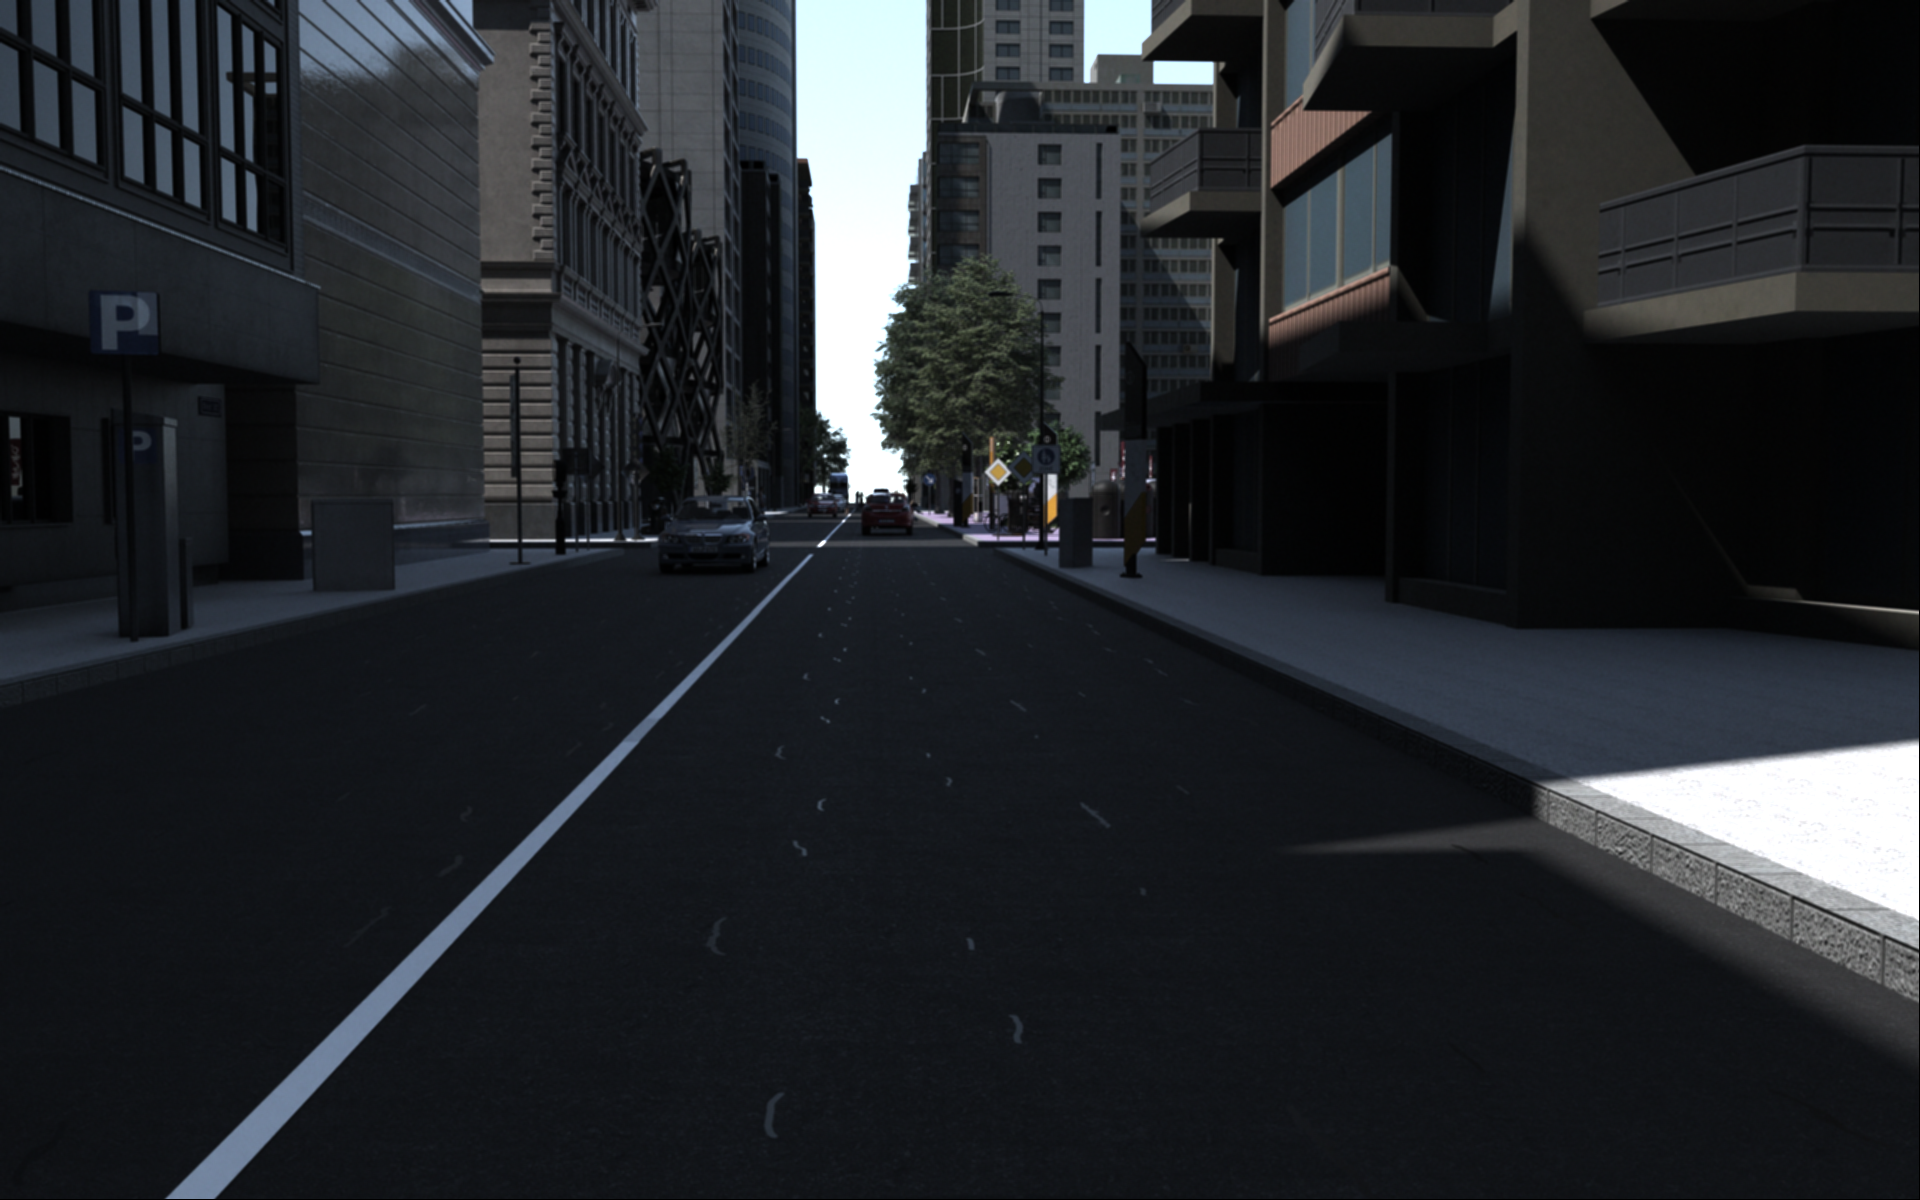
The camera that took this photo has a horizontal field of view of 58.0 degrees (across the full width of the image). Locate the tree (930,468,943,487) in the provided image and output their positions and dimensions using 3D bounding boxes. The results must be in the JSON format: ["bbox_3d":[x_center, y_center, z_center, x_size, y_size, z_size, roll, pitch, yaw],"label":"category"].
[{"bbox_3d":[-1.387,-10.787,126.727,4.737,8.622,4.395,0,3,0],"label":"tree"}]

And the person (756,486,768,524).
[{"bbox_3d":[-9.357,-4.446,81.285,0.778,1.811,0.616,-1,4,-12],"label":"person"}]

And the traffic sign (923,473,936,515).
[{"bbox_3d":[-1.858,-6.450,105.560,0.768,2.556,0.104,0,4,0],"label":"traffic sign"}]

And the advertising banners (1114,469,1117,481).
[{"bbox_3d":[9.592,-6.079,95.585,2.074,3.025,0.090,-2,4,-25],"label":"advertising banners"}]

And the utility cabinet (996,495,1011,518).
[{"bbox_3d":[2.226,-4.917,91.548,1.020,1.237,0.306,-3,4,-38],"label":"utility cabinet"}]

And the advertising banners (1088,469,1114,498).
[{"bbox_3d":[9.897,-7.570,119.957,2.074,3.025,0.090,1,4,16],"label":"advertising banners"}]

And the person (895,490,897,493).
[{"bbox_3d":[-4.594,-7.083,125.026,1.217,1.735,0.721,-1,4,-11],"label":"person"}]

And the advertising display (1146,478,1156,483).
[{"bbox_3d":[7.725,-3.863,68.366,0.974,1.923,0.123,1,4,11],"label":"advertising display"}]

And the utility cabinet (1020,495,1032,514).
[{"bbox_3d":[3.145,-4.067,77.655,1.020,1.237,0.306,3,5,43],"label":"utility cabinet"}]

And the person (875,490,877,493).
[{"bbox_3d":[-6.363,-7.540,132.303,1.217,1.766,0.721,-1,4,-19],"label":"person"}]

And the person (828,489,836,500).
[{"bbox_3d":[-10.223,-7.772,135.586,1.348,1.822,0.705,-3,4,-37],"label":"person"}]

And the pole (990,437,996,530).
[{"bbox_3d":[1.168,-4.171,62.046,0.158,3.312,0.155,0,3,0],"label":"pole"}]

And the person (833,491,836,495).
[{"bbox_3d":[-10.831,-8.587,149.719,1.217,1.723,0.721,1,4,21],"label":"person"}]

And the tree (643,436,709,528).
[{"bbox_3d":[-9.726,-3.875,57.962,1.663,3.219,1.824,0,3,0],"label":"tree"}]

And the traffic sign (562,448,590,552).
[{"bbox_3d":[-8.482,-2.212,38.304,0.606,2.300,0.079,0,4,-3],"label":"traffic sign"}]

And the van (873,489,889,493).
[{"bbox_3d":[-8.727,-11.523,192.776,2.240,2.365,5.245,0,4,-1],"label":"van"}]

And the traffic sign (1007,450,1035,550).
[{"bbox_3d":[1.468,-2.216,39.879,0.795,2.450,0.064,0,4,-3],"label":"traffic sign"}]

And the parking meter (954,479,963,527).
[{"bbox_3d":[-0.052,-3.831,68.354,0.399,1.863,0.255,0,4,1],"label":"parking meter"}]

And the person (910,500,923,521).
[{"bbox_3d":[-2.457,-4.503,87.626,1.012,1.151,0.738,2,4,33],"label":"person"}]

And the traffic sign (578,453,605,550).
[{"bbox_3d":[-8.463,-2.186,39.383,0.795,2.450,0.064,0,4,-3],"label":"traffic sign"}]

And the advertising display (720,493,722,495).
[{"bbox_3d":[-17.024,-7.042,120.342,0.974,1.923,0.123,0,4,3],"label":"advertising display"}]

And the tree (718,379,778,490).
[{"bbox_3d":[-13.788,-9.881,111.909,4.360,8.622,3.978,0,3,0],"label":"tree"}]

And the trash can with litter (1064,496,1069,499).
[{"bbox_3d":[6.732,-5.688,104.380,1.055,1.170,0.624,-1,4,-16],"label":"trash can with litter"}]

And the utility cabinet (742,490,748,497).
[{"bbox_3d":[-11.557,-5.156,92.986,0.318,1.500,1.173,0,4,-5],"label":"utility cabinet"}]

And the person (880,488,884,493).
[{"bbox_3d":[-5.808,-7.460,130.104,1.348,1.869,0.705,1,4,10],"label":"person"}]

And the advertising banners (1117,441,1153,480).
[{"bbox_3d":[5.769,-3.665,56.117,0.090,3.025,2.074,-2,4,-28],"label":"advertising banners"}]

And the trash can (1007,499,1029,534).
[{"bbox_3d":[1.846,-2.659,55.132,0.748,1.137,0.748,0,3,0],"label":"trash can"}]

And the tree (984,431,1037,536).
[{"bbox_3d":[1.396,-3.568,52.933,1.663,3.219,1.824,0,3,0],"label":"tree"}]

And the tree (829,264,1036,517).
[{"bbox_3d":[-0.395,-11.521,95.017,9.857,13.997,8.962,0,3,0],"label":"tree"}]

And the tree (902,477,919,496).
[{"bbox_3d":[-4.900,-10.817,171.463,1.663,3.219,1.824,0,3,0],"label":"tree"}]

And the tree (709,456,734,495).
[{"bbox_3d":[-12.101,-5.676,87.408,1.663,3.219,1.824,0,3,0],"label":"tree"}]

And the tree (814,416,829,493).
[{"bbox_3d":[-21.974,-22.815,279.677,9.857,13.997,8.962,0,3,0],"label":"tree"}]

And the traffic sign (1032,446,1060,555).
[{"bbox_3d":[1.792,-2.076,36.079,0.606,2.300,0.079,0,4,4],"label":"traffic sign"}]

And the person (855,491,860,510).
[{"bbox_3d":[-9.415,-9.184,159.326,0.621,1.740,0.551,-3,5,-43],"label":"person"}]

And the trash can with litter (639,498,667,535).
[{"bbox_3d":[-9.682,-2.627,54.334,1.055,1.170,0.624,3,4,39],"label":"trash can with litter"}]

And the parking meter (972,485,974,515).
[{"bbox_3d":[0.942,-6.148,106.225,0.255,1.863,0.399,2,4,30],"label":"parking meter"}]

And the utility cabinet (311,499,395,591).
[{"bbox_3d":[-8.092,-0.730,23.092,1.020,1.237,0.306,-1,4,-23],"label":"utility cabinet"}]

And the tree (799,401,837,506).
[{"bbox_3d":[-17.643,-16.319,192.578,9.928,11.665,9.643,0,3,0],"label":"tree"}]

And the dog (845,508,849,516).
[{"bbox_3d":[-7.394,-5.754,113.365,0.540,0.507,0.406,2,4,29],"label":"dog"}]

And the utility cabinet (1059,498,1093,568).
[{"bbox_3d":[2.043,-1.187,30.577,0.306,1.237,1.020,1,4,23],"label":"utility cabinet"}]

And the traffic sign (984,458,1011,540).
[{"bbox_3d":[1.052,-2.704,47.854,0.795,2.450,0.064,0,4,-3],"label":"traffic sign"}]

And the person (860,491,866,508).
[{"bbox_3d":[-10.028,-10.157,175.348,1.217,1.735,0.721,2,4,33],"label":"person"}]

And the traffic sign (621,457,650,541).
[{"bbox_3d":[-8.880,-2.674,47.358,0.795,2.450,0.064,0,4,-3],"label":"traffic sign"}]

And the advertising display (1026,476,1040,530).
[{"bbox_3d":[2.832,-3.516,62.706,0.974,1.923,0.123,-2,4,-30],"label":"advertising display"}]

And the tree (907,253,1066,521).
[{"bbox_3d":[1.289,-10.039,82.270,7.486,12.596,7.792,0,3,0],"label":"tree"}]

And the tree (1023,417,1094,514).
[{"bbox_3d":[4.135,-5.538,74.258,4.285,4.588,4.351,0,3,0],"label":"tree"}]

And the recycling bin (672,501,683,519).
[{"bbox_3d":[-13.947,-4.506,86.223,0.722,1.027,0.722,-1,4,-17],"label":"recycling bin"}]

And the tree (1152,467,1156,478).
[{"bbox_3d":[11.901,-6.606,102.616,1.663,3.219,1.824,0,3,0],"label":"tree"}]

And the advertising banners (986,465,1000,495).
[{"bbox_3d":[1.972,-6.615,104.350,0.090,3.025,2.074,2,4,26],"label":"advertising banners"}]

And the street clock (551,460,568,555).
[{"bbox_3d":[-8.480,-1.966,36.718,0.358,2.002,0.471,-1,4,-21],"label":"street clock"}]
